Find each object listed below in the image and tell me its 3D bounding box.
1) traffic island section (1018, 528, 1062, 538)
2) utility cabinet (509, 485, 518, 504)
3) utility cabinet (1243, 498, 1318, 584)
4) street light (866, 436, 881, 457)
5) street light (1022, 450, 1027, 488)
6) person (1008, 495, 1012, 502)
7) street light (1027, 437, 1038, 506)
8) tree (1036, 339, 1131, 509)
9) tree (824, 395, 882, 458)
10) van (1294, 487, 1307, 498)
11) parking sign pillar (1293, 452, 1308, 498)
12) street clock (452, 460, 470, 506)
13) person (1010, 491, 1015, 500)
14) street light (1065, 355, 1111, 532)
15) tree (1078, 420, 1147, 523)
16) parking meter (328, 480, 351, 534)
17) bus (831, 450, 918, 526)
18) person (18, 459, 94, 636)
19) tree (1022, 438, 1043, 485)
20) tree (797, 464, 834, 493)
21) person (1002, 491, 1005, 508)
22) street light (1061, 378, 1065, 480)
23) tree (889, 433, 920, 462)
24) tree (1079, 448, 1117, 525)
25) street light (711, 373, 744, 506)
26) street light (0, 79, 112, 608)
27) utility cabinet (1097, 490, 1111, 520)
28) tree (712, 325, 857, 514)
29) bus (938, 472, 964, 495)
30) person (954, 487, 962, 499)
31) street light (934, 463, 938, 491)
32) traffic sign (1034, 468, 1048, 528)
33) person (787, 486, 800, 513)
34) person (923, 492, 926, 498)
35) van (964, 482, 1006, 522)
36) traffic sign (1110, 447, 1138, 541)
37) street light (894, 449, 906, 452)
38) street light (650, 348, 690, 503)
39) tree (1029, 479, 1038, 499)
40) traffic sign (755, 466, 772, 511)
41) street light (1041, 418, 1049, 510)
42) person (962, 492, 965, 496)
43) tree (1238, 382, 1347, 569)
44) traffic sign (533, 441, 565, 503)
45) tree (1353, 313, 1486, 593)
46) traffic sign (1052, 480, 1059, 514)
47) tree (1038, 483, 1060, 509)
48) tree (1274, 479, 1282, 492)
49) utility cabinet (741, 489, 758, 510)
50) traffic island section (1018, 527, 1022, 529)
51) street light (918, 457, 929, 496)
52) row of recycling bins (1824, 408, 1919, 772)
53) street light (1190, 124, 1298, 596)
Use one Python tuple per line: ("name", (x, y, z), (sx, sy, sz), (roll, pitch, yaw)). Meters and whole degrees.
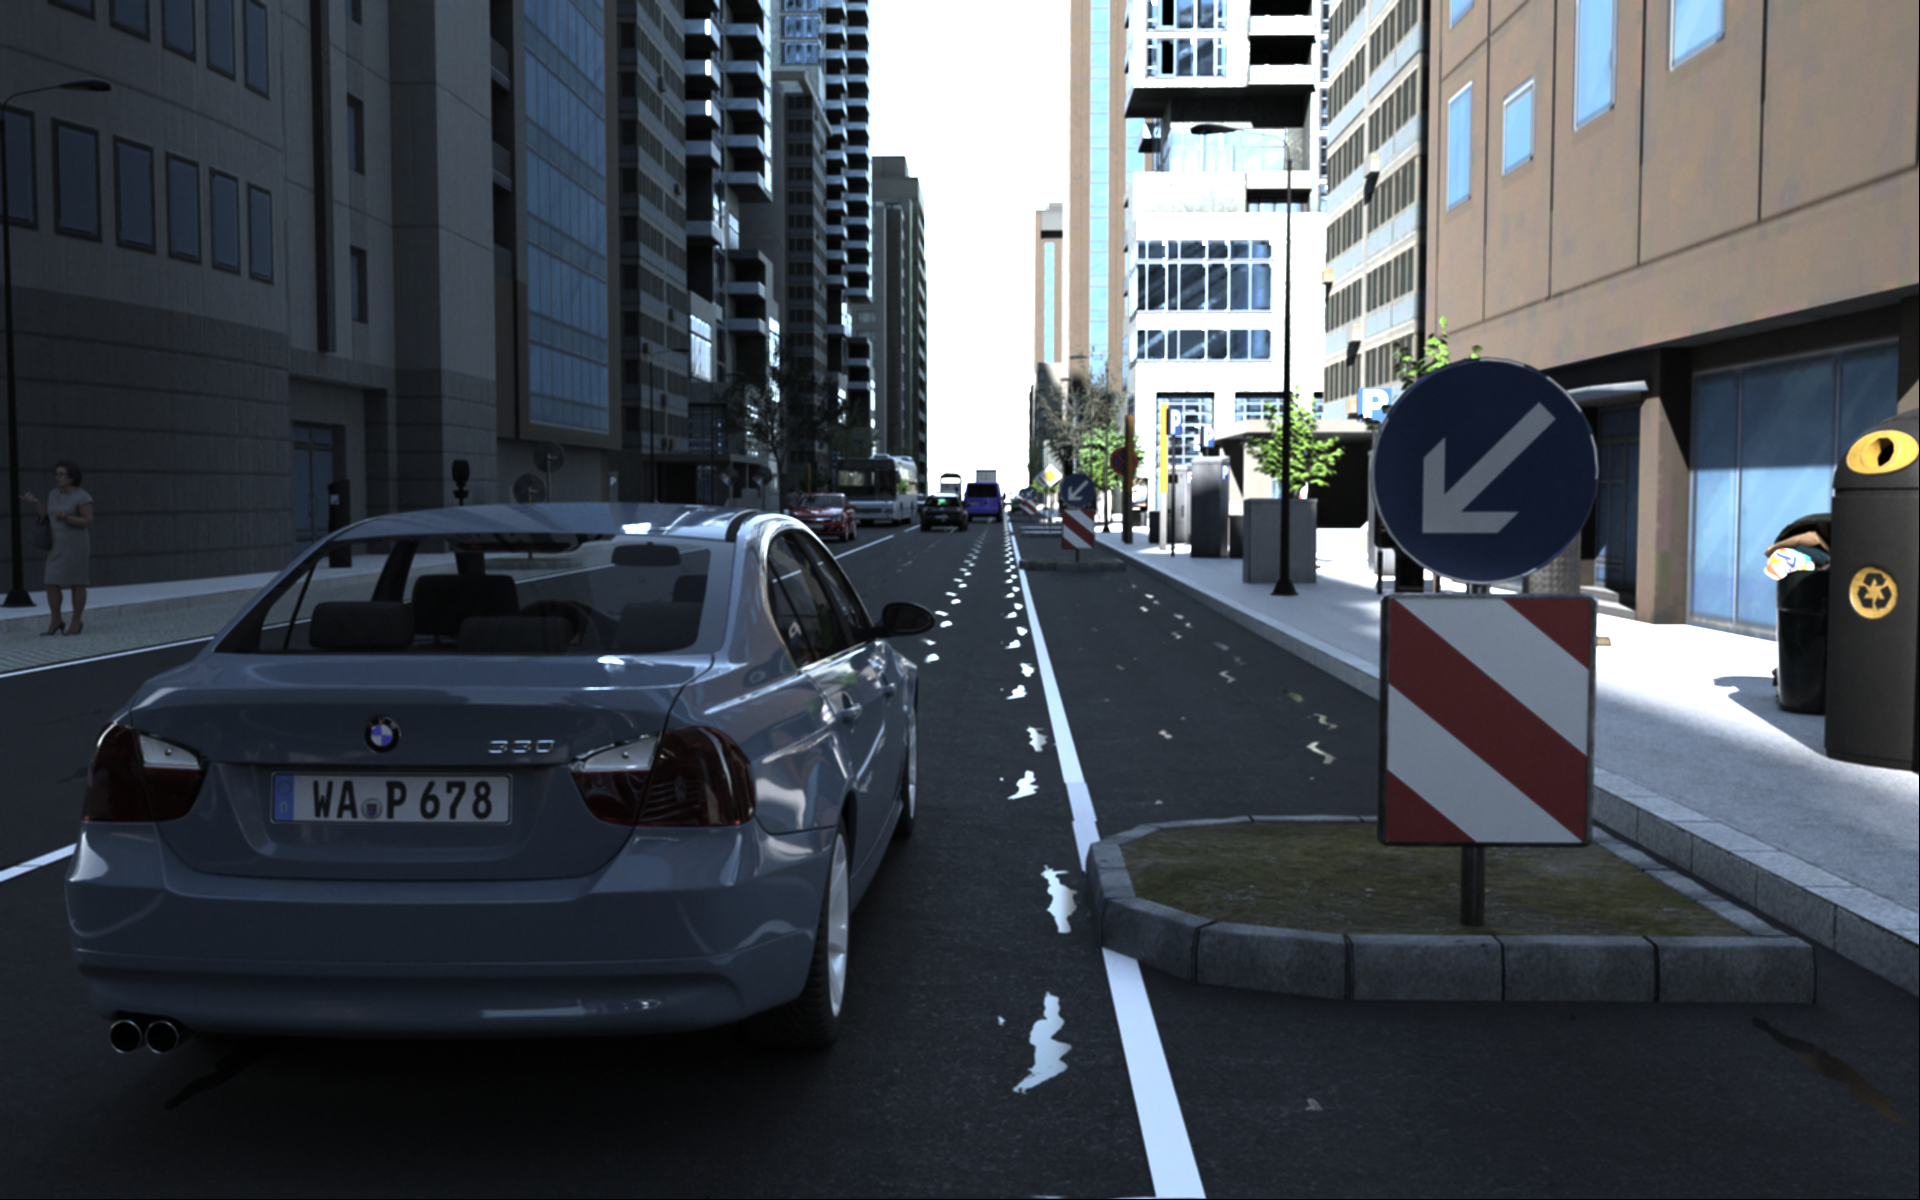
("traffic island section", (3.051, -2.201, 58.271), (2.009, 0.180, 2.903), (0, 4, 1))
("utility cabinet", (-9.931, -1.891, 39.594), (0.318, 1.500, 1.173), (1, 4, 9))
("utility cabinet", (4.609, -0.845, 24.976), (1.020, 1.237, 0.306), (-1, 4, -10))
("street light", (-7.172, -10.416, 142.848), (1.470, 5.913, 1.316), (0, 4, 1))
("street light", (7.525, -12.769, 181.315), (1.470, 5.913, 1.316), (0, 4, 1))
("person", (8.108, -15.938, 269.109), (1.348, 1.821, 0.705), (-1, 4, -15))
("street light", (6.566, -10.587, 145.642), (1.470, 5.913, 1.316), (0, 4, 1))
("tree", (6.015, -8.063, 82.192), (4.360, 8.622, 3.978), (0, 3, 0))
("tree", (-8.190, -10.973, 129.776), (4.737, 8.622, 4.395), (0, 3, 0))
("van", (14.147, -3.410, 62.768), (4.112, 2.044, 2.013), (0, 4, 1))
("parking sign pillar", (13.161, -4.727, 65.764), (1.447, 3.967, 1.447), (-1, 4, -19))
("street clock", (-10.573, -1.967, 36.725), (0.358, 2.002, 0.471), (-2, 4, -34))
("person", (4.550, -8.270, 144.648), (0.436, 1.711, 0.756), (-3, 5, -44))
("street light", (4.365, -5.223, 57.932), (1.470, 5.913, 1.316), (0, 4, 1))
("tree", (6.702, -5.693, 76.797), (4.285, 4.588, 4.351), (0, 3, 0))
("parking meter", (-10.850, -1.338, 30.289), (0.372, 1.533, 0.369), (0, 3, 0))
("bus", (-3.742, -5.211, 80.064), (2.948, 3.499, 13.247), (0, 4, 3))
("person", (-9.115, -0.524, 17.426), (0.716, 1.782, 0.532), (1, 4, 14))
("tree", (9.858, -16.758, 224.355), (4.737, 8.622, 4.395), (0, 3, 0))
("tree", (-9.125, -7.083, 110.407), (1.663, 3.219, 1.824), (0, 3, 0))
("person", (4.279, -10.001, 172.699), (0.721, 1.739, 1.217), (2, 4, 27))
("street light", (4.717, -5.921, 69.357), (1.470, 5.913, 1.316), (0, 4, 1))
("tree", (-6.659, -15.389, 201.971), (4.360, 8.622, 3.978), (0, 3, 0))
("tree", (5.842, -4.788, 72.887), (1.663, 3.219, 1.824), (0, 3, 0))
("street light", (-8.951, -5.735, 66.311), (1.470, 5.913, 1.316), (0, 4, 1))
("street light", (-10.194, -2.875, 19.549), (1.470, 5.913, 1.316), (0, 4, 1))
("utility cabinet", (7.157, -4.733, 86.060), (0.318, 1.500, 1.173), (-1, 4, -17))
("tree", (-9.695, -9.807, 94.765), (8.767, 10.594, 7.601), (0, 4, 4))
("bus", (-1.053, -12.572, 197.096), (2.896, 3.916, 12.252), (0, 4, 0))
("person", (-0.128, -5.318, 95.626), (0.511, 1.800, 0.466), (0, 4, 6))
("street light", (-4.202, -17.696, 261.864), (1.470, 5.913, 1.316), (0, 4, 1))
("traffic sign", (3.221, -3.825, 66.177), (0.795, 2.450, 0.064), (0, 4, 1))
("person", (-6.977, -3.951, 73.460), (0.716, 1.782, 0.532), (0, 4, 5))
("person", (-4.313, -11.830, 202.713), (0.721, 1.735, 1.217), (-3, 4, -36))
("van", (1.239, -5.213, 89.624), (2.240, 2.365, 5.245), (0, 4, 3))
("traffic sign", (4.445, -2.871, 47.053), (0.768, 2.556, 0.104), (0, 4, 4))
("street light", (-6.292, -12.634, 179.100), (1.470, 5.913, 1.316), (0, 4, 1))
("street light", (-9.286, -5.057, 55.223), (1.470, 5.913, 1.316), (0, 4, 1))
("tree", (8.503, -12.067, 191.894), (1.663, 3.219, 1.824), (0, 3, 0))
("traffic sign", (-8.964, -4.832, 79.112), (0.768, 2.556, 0.104), (0, 4, 3))
("street light", (5.725, -8.117, 105.247), (1.470, 5.913, 1.316), (0, 4, 1))
("person", (0.770, -17.257, 290.666), (1.348, 1.822, 0.705), (1, 4, 22))
("tree", (5.877, -2.161, 29.936), (1.663, 3.219, 1.824), (0, 3, 0))
("traffic sign", (-9.875, -2.538, 41.609), (0.768, 2.556, 0.104), (0, 4, 5))
("tree", (5.148, -1.469, 18.618), (1.663, 3.219, 1.824), (0, 3, 0))
("traffic sign", (6.078, -6.930, 113.404), (0.768, 2.556, 0.104), (0, 4, 3))
("tree", (8.215, -9.835, 155.397), (1.663, 3.219, 1.824), (0, 3, 0))
("tree", (16.378, -6.148, 84.232), (4.285, 4.588, 4.351), (0, 3, 0))
("utility cabinet", (-9.059, -4.045, 74.807), (0.318, 1.500, 1.173), (1, 4, 16))
("traffic island section", (3.245, -2.689, 66.254), (2.009, 0.180, 2.903), (0, 4, 1))
("street light", (-5.193, -15.503, 226.015), (1.470, 5.913, 1.316), (0, 4, 1))
("row of recycling bins", (4.581, 0.009, 6.966), (1.069, 1.692, 3.534), (0, 4, 5))
("street light", (3.589, -3.018, 21.889), (1.470, 5.913, 1.316), (0, 4, 1))
